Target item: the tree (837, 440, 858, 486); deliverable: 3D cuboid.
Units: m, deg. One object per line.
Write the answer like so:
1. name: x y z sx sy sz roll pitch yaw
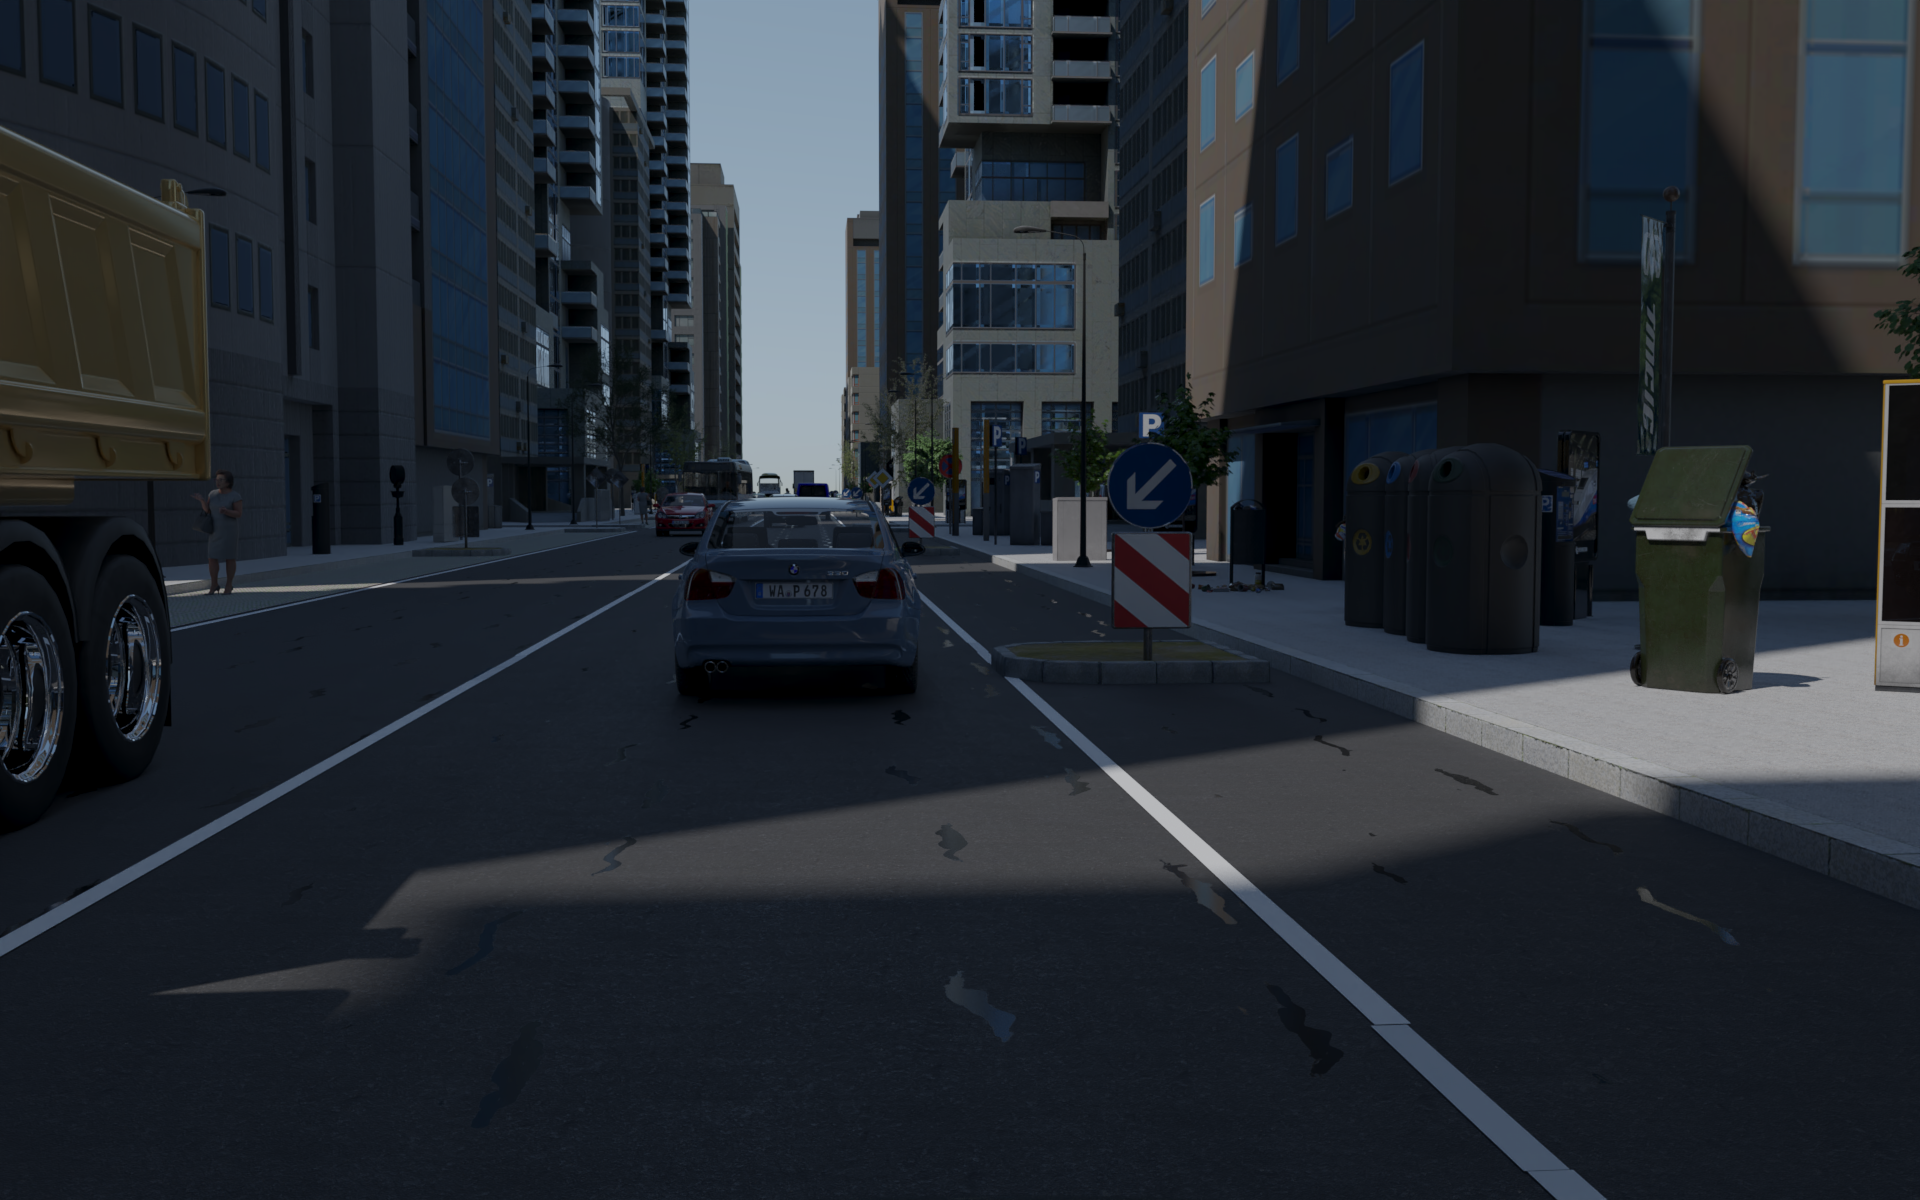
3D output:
1. tree: -14.622 -17.233 232.129 4.737 8.622 4.395 0 3 0

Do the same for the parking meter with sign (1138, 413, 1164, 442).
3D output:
1. parking meter with sign: 4.156 -2.451 36.328 0.543 3.016 1.738 0 4 -4

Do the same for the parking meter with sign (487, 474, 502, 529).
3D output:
1. parking meter with sign: -17.847 -4.198 64.891 1.738 3.016 0.543 3 4 36

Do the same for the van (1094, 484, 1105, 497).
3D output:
1. van: 7.593 -3.976 72.011 4.112 2.044 2.013 0 4 -5

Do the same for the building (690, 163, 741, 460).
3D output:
1. building: -43.531 -38.654 255.694 21.300 48.544 21.600 0 4 -5

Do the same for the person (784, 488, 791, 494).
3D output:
1. person: -10.239 -5.774 103.089 0.511 1.800 0.466 0 4 -1

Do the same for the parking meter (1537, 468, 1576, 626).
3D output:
1. parking meter: 5.809 -0.521 16.925 0.372 1.533 0.369 0 3 0

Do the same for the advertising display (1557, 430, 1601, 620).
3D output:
1. advertising display: 6.337 -0.768 17.770 0.123 1.923 0.974 3 4 38

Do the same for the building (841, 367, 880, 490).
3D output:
1. building: -6.171 -27.543 295.362 27.650 21.520 28.899 0 4 -5

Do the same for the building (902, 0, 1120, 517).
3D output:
1. building: 7.391 -48.825 110.956 22.319 86.520 31.000 0 4 -5

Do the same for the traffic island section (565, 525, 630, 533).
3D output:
1. traffic island section: -13.730 -2.636 65.384 2.009 0.180 2.903 0 4 -5

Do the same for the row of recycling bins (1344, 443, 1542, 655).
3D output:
1. row of recycling bins: 4.278 -0.513 15.495 1.069 1.692 3.534 0 4 -1

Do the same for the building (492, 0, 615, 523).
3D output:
1. building: -33.904 -23.930 83.137 32.217 40.220 23.993 0 4 -5

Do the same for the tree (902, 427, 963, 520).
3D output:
1. tree: -1.371 -6.203 85.130 4.285 4.588 4.351 0 3 0

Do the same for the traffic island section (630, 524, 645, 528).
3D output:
1. traffic island section: -14.423 -3.123 73.340 2.009 0.180 2.903 0 4 -5

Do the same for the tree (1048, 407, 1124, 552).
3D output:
1. tree: 3.012 -2.683 38.467 1.663 3.219 1.824 0 3 0

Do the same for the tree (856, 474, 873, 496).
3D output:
1. tree: -8.585 -10.325 163.415 1.663 3.219 1.824 0 3 0

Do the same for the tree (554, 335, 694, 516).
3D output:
1. tree: -19.682 -10.199 101.174 8.767 10.594 7.601 0 4 -2

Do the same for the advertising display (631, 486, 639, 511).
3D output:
1. advertising display: -24.461 -7.710 131.279 0.974 1.923 0.123 1 4 18

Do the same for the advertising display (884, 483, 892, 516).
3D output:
1. advertising display: -4.277 -5.907 101.786 0.123 1.923 0.974 -2 4 -29

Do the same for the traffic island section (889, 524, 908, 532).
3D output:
1. traffic island section: -2.929 -2.693 66.316 2.009 0.180 2.903 0 4 -5

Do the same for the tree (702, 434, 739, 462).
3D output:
1. tree: -28.554 -15.761 208.057 4.360 8.622 3.978 0 3 0

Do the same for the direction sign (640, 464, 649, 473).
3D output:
1. direction sign: -23.510 -8.389 129.161 0.876 3.537 0.379 2 4 32

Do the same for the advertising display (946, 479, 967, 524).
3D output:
1. advertising display: -0.157 -4.302 75.547 0.974 1.923 0.123 2 4 27

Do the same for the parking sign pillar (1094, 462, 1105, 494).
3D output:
1. parking sign pillar: 6.274 -5.285 74.879 1.447 3.967 1.447 -2 4 -25

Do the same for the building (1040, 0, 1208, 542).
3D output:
1. building: 18.194 -22.160 54.198 32.217 40.220 23.993 0 4 -5

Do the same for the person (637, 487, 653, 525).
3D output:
1. person: -14.586 -4.370 80.303 0.716 1.782 0.532 0 4 -1

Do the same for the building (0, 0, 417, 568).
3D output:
1. building: -24.264 -29.927 31.310 21.231 58.520 28.212 0 4 -5

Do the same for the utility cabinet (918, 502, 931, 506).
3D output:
1. utility cabinet: -1.937 -5.242 94.387 0.318 1.500 1.173 -1 4 -23

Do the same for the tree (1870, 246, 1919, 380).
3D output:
1. tree: 10.802 -2.041 17.084 4.285 4.588 4.351 0 3 0

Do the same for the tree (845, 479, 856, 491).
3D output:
1. tree: -12.348 -12.545 199.719 1.663 3.219 1.824 0 3 0

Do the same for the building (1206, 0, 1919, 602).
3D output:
1. building: 11.917 -23.012 26.350 14.600 45.320 14.200 0 4 -5

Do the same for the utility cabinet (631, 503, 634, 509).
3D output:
1. utility cabinet: -27.142 -8.228 145.682 1.020 1.237 0.306 1 4 12

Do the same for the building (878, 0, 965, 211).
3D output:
1. building: 0.532 -30.102 142.277 14.600 45.320 14.200 0 4 -5

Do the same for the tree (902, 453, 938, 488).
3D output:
1. tree: -1.789 -5.294 81.150 1.663 3.219 1.824 0 3 0

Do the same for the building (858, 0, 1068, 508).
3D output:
1. building: -0.748 -54.743 207.713 22.319 86.520 31.000 0 4 -5

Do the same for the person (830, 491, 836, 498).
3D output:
1. person: -11.029 -8.739 152.326 0.756 1.711 0.436 3 5 40

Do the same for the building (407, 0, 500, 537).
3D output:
1. building: -23.199 -24.717 54.239 14.200 45.320 14.600 0 4 -5

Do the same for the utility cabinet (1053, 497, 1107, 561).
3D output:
1. utility cabinet: 2.310 -1.360 33.398 1.020 1.237 0.306 -1 4 -16

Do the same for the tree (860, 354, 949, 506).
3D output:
1. tree: -2.667 -8.566 90.416 4.360 8.622 3.978 0 3 0

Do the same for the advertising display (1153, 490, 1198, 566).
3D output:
1. advertising display: 3.790 -1.571 30.894 0.974 1.923 0.123 -1 4 -22

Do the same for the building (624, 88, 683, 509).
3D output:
1. building: -41.198 -28.506 157.947 32.217 40.220 23.993 0 4 -5

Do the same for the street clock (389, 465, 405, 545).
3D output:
1. street clock: -14.085 -2.375 43.396 0.358 2.002 0.471 -3 5 -40

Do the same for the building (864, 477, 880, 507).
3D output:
1. building: 6.103 -29.987 182.172 32.217 40.220 23.993 0 4 -5

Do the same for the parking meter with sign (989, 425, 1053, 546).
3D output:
1. parking meter with sign: 1.632 -2.882 43.377 1.738 3.016 0.543 2 4 28

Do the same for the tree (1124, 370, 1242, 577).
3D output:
1. tree: 3.544 -1.990 27.138 1.663 3.219 1.824 0 3 0

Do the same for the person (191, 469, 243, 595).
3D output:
1. person: -10.493 -0.949 24.376 0.716 1.782 0.532 0 4 8

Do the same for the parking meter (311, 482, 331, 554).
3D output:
1. parking meter: -13.645 -1.747 36.969 0.372 1.533 0.369 0 3 0

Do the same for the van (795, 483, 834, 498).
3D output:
1. van: -8.216 -5.681 97.275 2.240 2.365 5.245 0 4 -4

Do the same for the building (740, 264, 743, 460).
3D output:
1. building: -44.813 -37.590 298.197 14.154 41.232 14.086 0 4 -5

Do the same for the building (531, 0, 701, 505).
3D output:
1. building: -38.871 -53.324 184.523 22.319 86.520 31.000 0 4 -5

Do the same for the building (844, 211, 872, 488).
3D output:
1. building: -10.936 -38.075 272.632 14.600 45.320 14.200 0 4 -5

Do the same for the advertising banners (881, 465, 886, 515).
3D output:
1. advertising banners: -4.636 -6.665 105.167 0.090 3.025 2.074 0 4 4

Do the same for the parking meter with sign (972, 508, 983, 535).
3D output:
1. parking meter with sign: 1.174 -3.494 53.387 1.738 3.016 0.543 2 4 34

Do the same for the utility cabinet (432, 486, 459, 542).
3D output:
1. utility cabinet: -13.764 -2.302 46.319 0.318 1.500 1.173 0 4 3

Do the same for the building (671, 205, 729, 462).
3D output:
1. building: -39.176 -33.908 237.989 14.154 41.232 14.086 0 4 -5

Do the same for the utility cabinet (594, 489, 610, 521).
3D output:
1. utility cabinet: -16.805 -4.448 81.411 0.318 1.500 1.173 1 4 10
